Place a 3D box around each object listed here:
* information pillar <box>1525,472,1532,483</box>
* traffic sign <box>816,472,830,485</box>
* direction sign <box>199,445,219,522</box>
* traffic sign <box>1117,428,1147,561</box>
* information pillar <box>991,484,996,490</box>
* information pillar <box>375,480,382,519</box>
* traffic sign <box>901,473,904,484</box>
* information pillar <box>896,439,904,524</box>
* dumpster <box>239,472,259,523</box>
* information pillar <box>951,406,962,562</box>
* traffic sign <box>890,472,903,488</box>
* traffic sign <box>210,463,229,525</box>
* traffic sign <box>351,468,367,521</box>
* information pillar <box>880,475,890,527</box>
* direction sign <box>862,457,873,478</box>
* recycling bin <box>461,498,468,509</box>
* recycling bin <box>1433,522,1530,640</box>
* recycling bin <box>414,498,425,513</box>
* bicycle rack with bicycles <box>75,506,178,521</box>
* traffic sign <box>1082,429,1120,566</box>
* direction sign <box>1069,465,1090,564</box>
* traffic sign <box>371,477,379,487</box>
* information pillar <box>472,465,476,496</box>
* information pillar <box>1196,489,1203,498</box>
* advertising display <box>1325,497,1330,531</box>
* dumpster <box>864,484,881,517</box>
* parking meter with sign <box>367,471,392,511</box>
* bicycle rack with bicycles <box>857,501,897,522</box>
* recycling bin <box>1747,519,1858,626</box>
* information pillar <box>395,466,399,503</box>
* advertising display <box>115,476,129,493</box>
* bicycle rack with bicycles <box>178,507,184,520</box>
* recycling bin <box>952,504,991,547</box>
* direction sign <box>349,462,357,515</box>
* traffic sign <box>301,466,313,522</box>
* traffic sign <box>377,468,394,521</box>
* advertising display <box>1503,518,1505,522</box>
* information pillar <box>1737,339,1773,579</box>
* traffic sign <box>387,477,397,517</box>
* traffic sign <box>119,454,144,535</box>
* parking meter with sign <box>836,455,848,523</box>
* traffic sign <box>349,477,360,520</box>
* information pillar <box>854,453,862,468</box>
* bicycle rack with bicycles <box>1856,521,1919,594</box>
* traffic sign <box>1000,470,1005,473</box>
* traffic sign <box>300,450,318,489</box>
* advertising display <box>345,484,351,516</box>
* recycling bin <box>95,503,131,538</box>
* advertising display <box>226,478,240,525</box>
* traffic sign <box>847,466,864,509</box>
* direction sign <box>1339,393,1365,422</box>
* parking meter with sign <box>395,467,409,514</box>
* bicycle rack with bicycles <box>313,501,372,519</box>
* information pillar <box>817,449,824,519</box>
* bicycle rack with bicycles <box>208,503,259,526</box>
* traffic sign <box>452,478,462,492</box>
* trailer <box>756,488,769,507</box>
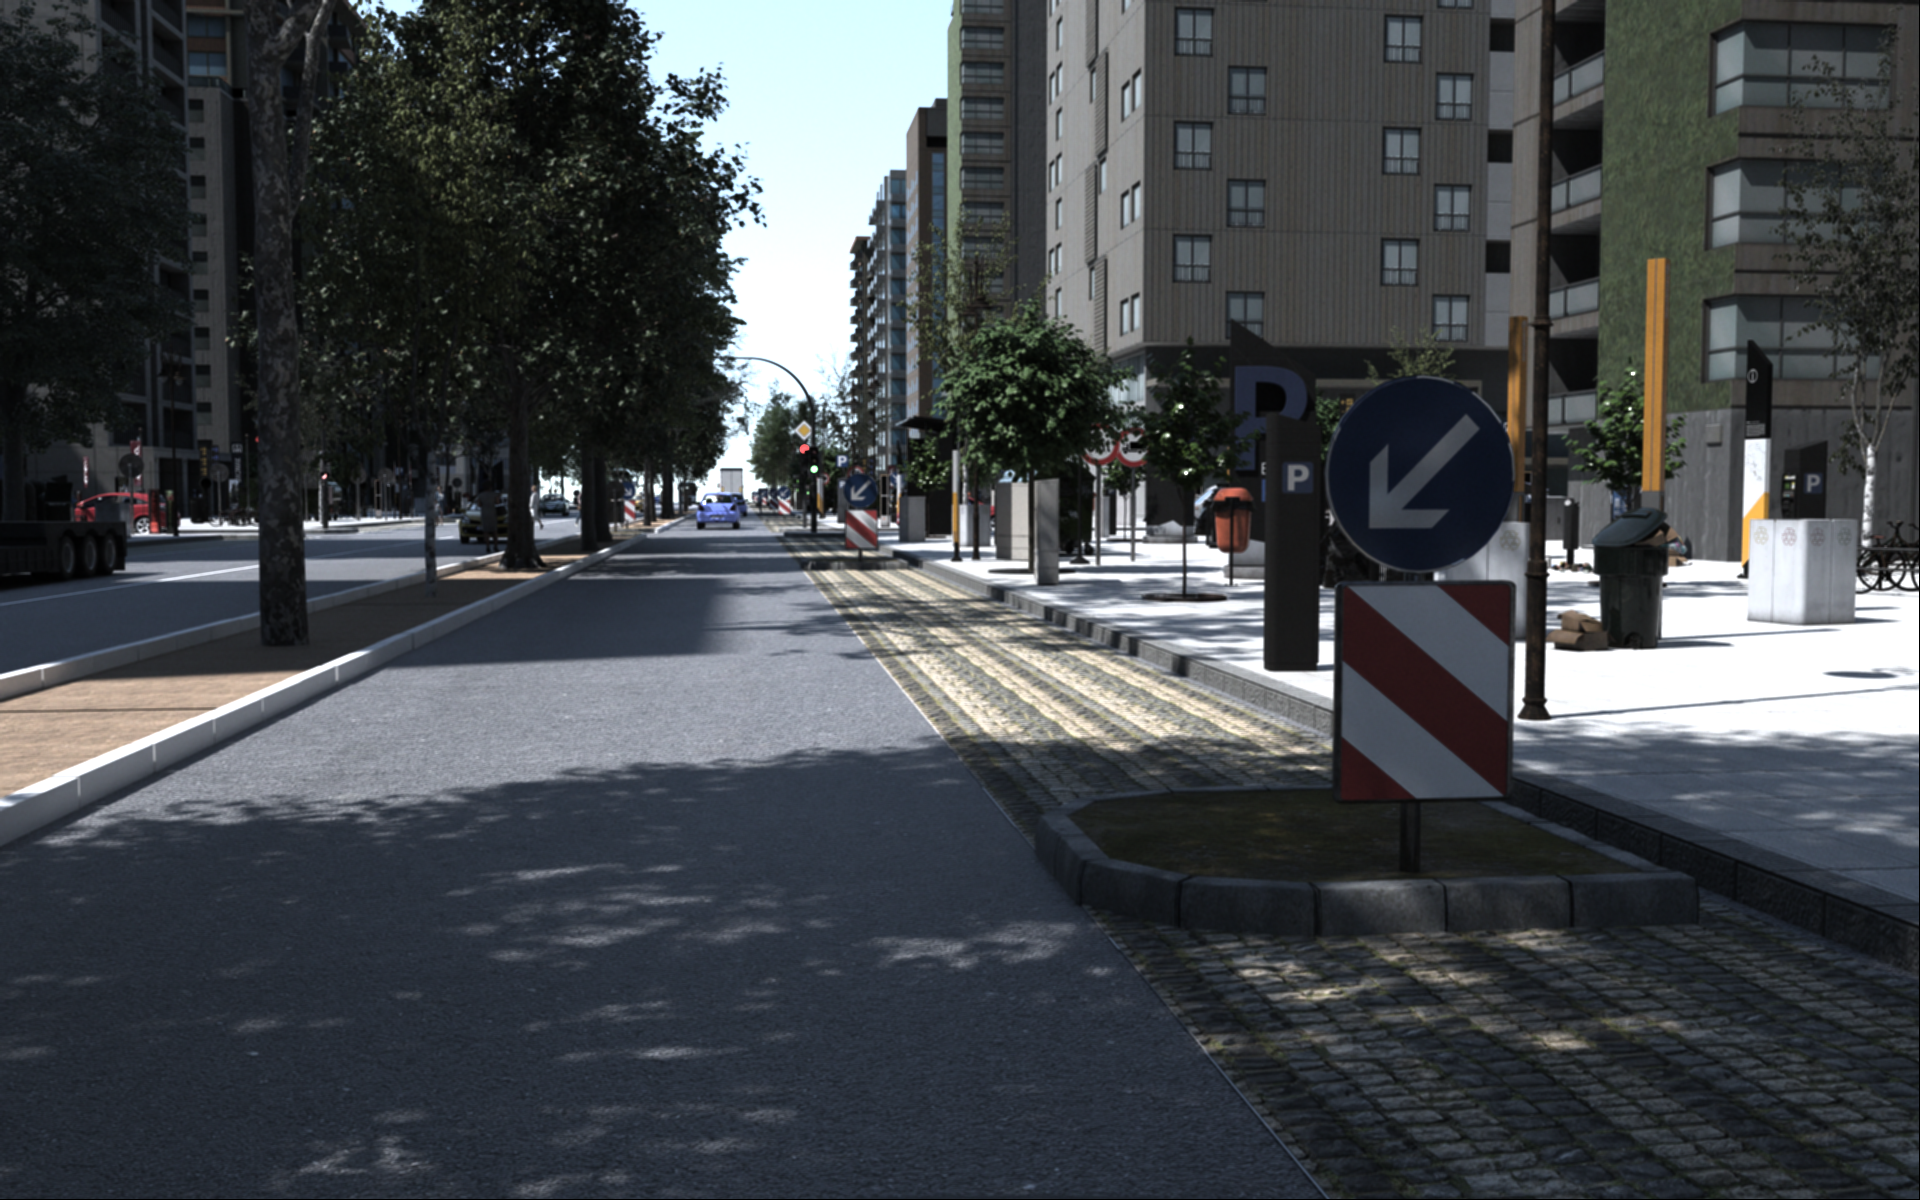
[{"bbox_3d":[18.558,-3.207,56.920,0.304,2.012,0.304,-1,4,-16],"label":"information pillar"},{"bbox_3d":[-7.874,-6.090,99.676,0.768,2.556,0.104,0,4,-4],"label":"traffic sign"},{"bbox_3d":[-34.729,-5.394,80.196,0.876,3.537,0.379,0,4,-2],"label":"direction sign"},{"bbox_3d":[3.302,-2.011,32.990,0.768,2.556,0.104,0,4,-2],"label":"traffic sign"},{"bbox_3d":[2.383,-7.077,120.205,0.304,2.012,0.304,2,4,31],"label":"information pillar"},{"bbox_3d":[-30.338,-5.253,90.376,0.304,2.012,0.304,-1,4,-13],"label":"information pillar"},{"bbox_3d":[-3.651,-6.224,101.876,0.768,2.556,0.104,0,4,-3],"label":"traffic sign"},{"bbox_3d":[-2.596,-5.038,73.733,0.183,3.616,0.504,-1,4,-14],"label":"information pillar"},{"bbox_3d":[-31.574,-4.556,76.978,1.502,2.255,1.985,0,4,-7],"label":"dumpster"},{"bbox_3d":[-0.072,-2.539,32.875,0.183,3.616,0.504,0,4,6],"label":"information pillar"},{"bbox_3d":[-3.617,-6.018,98.497,0.768,2.556,0.104,0,4,1],"label":"traffic sign"},{"bbox_3d":[-30.614,-4.373,71.608,0.768,2.556,0.104,0,4,-6],"label":"traffic sign"},{"bbox_3d":[-28.767,-5.062,82.864,0.768,2.556,0.104,0,4,-2],"label":"traffic sign"},{"bbox_3d":[-2.875,-3.802,66.651,0.304,2.012,0.304,1,4,14],"label":"information pillar"},{"bbox_3d":[-5.680,-7.020,106.774,0.876,3.537,0.379,1,4,20],"label":"direction sign"},{"bbox_3d":[-35.466,-6.764,123.146,0.722,1.027,0.722,0,4,4],"label":"recycling bin"},{"bbox_3d":[4.681,-0.185,15.587,0.722,1.027,0.722,0,4,6],"label":"recycling bin"},{"bbox_3d":[-36.147,-6.324,115.949,0.722,1.027,0.722,-1,4,-16],"label":"recycling bin"},{"bbox_3d":[-36.137,-3.757,74.811,2.852,0.926,2.925,2,4,26],"label":"bicycle rack with bicycles"},{"bbox_3d":[2.480,-1.890,31.014,0.768,2.556,0.104,0,4,1],"label":"traffic sign"},{"bbox_3d":[2.206,-2.433,31.783,0.379,3.537,0.876,3,5,40],"label":"direction sign"},{"bbox_3d":[-35.644,-6.335,105.712,0.606,2.300,0.079,0,4,1],"label":"traffic sign"},{"bbox_3d":[-38.647,-8.944,137.589,0.183,3.616,0.504,1,4,12],"label":"information pillar"},{"bbox_3d":[11.281,-4.715,81.580,0.304,2.012,0.304,1,4,23],"label":"information pillar"},{"bbox_3d":[8.953,-2.309,42.968,0.974,1.923,0.123,0,4,-7],"label":"advertising display"},{"bbox_3d":[-5.040,-5.670,95.202,1.502,2.255,1.985,0,4,-7],"label":"dumpster"},{"bbox_3d":[-42.909,-8.059,128.028,1.738,3.016,0.543,-1,4,-16],"label":"parking meter with sign"},{"bbox_3d":[-3.726,-4.073,79.977,2.852,0.926,2.925,0,4,-2],"label":"bicycle rack with bicycles"},{"bbox_3d":[8.403,-0.290,17.288,0.722,1.027,0.722,-1,4,-20],"label":"recycling bin"},{"bbox_3d":[-44.443,-8.907,136.985,0.183,3.616,0.504,2,4,35],"label":"information pillar"},{"bbox_3d":[-30.649,-3.558,63.391,0.123,1.923,0.974,0,4,-5],"label":"advertising display"},{"bbox_3d":[-39.945,-4.421,85.664,2.925,0.926,2.852,-2,4,-35],"label":"bicycle rack with bicycles"},{"bbox_3d":[0.276,-1.820,42.316,0.722,1.027,0.722,-2,4,-30],"label":"recycling bin"},{"bbox_3d":[-37.992,-7.120,108.402,0.876,3.537,0.379,2,4,32],"label":"direction sign"},{"bbox_3d":[-29.711,-4.806,78.681,0.768,2.556,0.104,0,4,-1],"label":"traffic sign"},{"bbox_3d":[-27.773,-5.116,83.747,0.768,2.556,0.104,0,4,-4],"label":"traffic sign"},{"bbox_3d":[10.948,-1.789,34.460,0.123,1.923,0.974,0,4,8],"label":"advertising display"},{"bbox_3d":[11.996,-2.124,26.083,0.183,3.616,0.504,-1,4,-13],"label":"information pillar"},{"bbox_3d":[-31.323,-5.748,95.167,0.795,2.450,0.064,0,4,-3],"label":"traffic sign"},{"bbox_3d":[-26.052,-3.325,54.476,0.768,2.556,0.104,0,4,-4],"label":"traffic sign"},{"bbox_3d":[-5.211,-4.909,76.524,0.543,3.016,1.738,0,4,-3],"label":"parking meter with sign"},{"bbox_3d":[-30.059,-5.273,86.322,0.768,2.556,0.104,0,4,-3],"label":"traffic sign"},{"bbox_3d":[-5.403,-6.089,90.914,0.504,3.616,0.183,2,4,26],"label":"information pillar"},{"bbox_3d":[12.266,-0.544,22.275,2.852,0.926,2.925,-3,4,-38],"label":"bicycle rack with bicycles"},{"bbox_3d":[1.642,-3.438,56.317,0.768,2.556,0.104,0,4,-4],"label":"traffic sign"},{"bbox_3d":[-31.020,-5.303,80.584,2.265,3.308,0.079,0,4,0],"label":"traffic sign"},{"bbox_3d":[-35.889,-5.893,101.567,0.123,1.923,0.974,-1,4,-10],"label":"advertising display"},{"bbox_3d":[-24.419,-2.286,49.937,0.722,1.027,0.722,0,4,-1],"label":"recycling bin"},{"bbox_3d":[-29.967,-4.048,71.400,0.123,1.923,0.974,0,4,2],"label":"advertising display"},{"bbox_3d":[-4.672,-4.741,77.626,0.768,2.556,0.104,0,4,-3],"label":"traffic sign"},{"bbox_3d":[8.953,-2.873,38.965,0.876,3.537,0.379,2,4,25],"label":"direction sign"},{"bbox_3d":[-35.748,-7.031,111.224,0.543,3.016,1.738,-2,4,-34],"label":"parking meter with sign"},{"bbox_3d":[-32.361,-4.771,91.384,2.925,0.926,2.852,3,5,41],"label":"bicycle rack with bicycles"},{"bbox_3d":[-7.248,-6.023,89.832,0.183,3.616,0.504,1,4,21],"label":"information pillar"},{"bbox_3d":[-28.523,-3.449,69.766,2.925,0.926,2.852,-1,4,-13],"label":"bicycle rack with bicycles"},{"bbox_3d":[-39.457,-8.307,135.921,0.768,2.556,0.104,0,4,-2],"label":"traffic sign"},{"bbox_3d":[-19.202,-9.899,168.898,1.471,1.999,3.904,-1,4,-8],"label":"trailer"}]
